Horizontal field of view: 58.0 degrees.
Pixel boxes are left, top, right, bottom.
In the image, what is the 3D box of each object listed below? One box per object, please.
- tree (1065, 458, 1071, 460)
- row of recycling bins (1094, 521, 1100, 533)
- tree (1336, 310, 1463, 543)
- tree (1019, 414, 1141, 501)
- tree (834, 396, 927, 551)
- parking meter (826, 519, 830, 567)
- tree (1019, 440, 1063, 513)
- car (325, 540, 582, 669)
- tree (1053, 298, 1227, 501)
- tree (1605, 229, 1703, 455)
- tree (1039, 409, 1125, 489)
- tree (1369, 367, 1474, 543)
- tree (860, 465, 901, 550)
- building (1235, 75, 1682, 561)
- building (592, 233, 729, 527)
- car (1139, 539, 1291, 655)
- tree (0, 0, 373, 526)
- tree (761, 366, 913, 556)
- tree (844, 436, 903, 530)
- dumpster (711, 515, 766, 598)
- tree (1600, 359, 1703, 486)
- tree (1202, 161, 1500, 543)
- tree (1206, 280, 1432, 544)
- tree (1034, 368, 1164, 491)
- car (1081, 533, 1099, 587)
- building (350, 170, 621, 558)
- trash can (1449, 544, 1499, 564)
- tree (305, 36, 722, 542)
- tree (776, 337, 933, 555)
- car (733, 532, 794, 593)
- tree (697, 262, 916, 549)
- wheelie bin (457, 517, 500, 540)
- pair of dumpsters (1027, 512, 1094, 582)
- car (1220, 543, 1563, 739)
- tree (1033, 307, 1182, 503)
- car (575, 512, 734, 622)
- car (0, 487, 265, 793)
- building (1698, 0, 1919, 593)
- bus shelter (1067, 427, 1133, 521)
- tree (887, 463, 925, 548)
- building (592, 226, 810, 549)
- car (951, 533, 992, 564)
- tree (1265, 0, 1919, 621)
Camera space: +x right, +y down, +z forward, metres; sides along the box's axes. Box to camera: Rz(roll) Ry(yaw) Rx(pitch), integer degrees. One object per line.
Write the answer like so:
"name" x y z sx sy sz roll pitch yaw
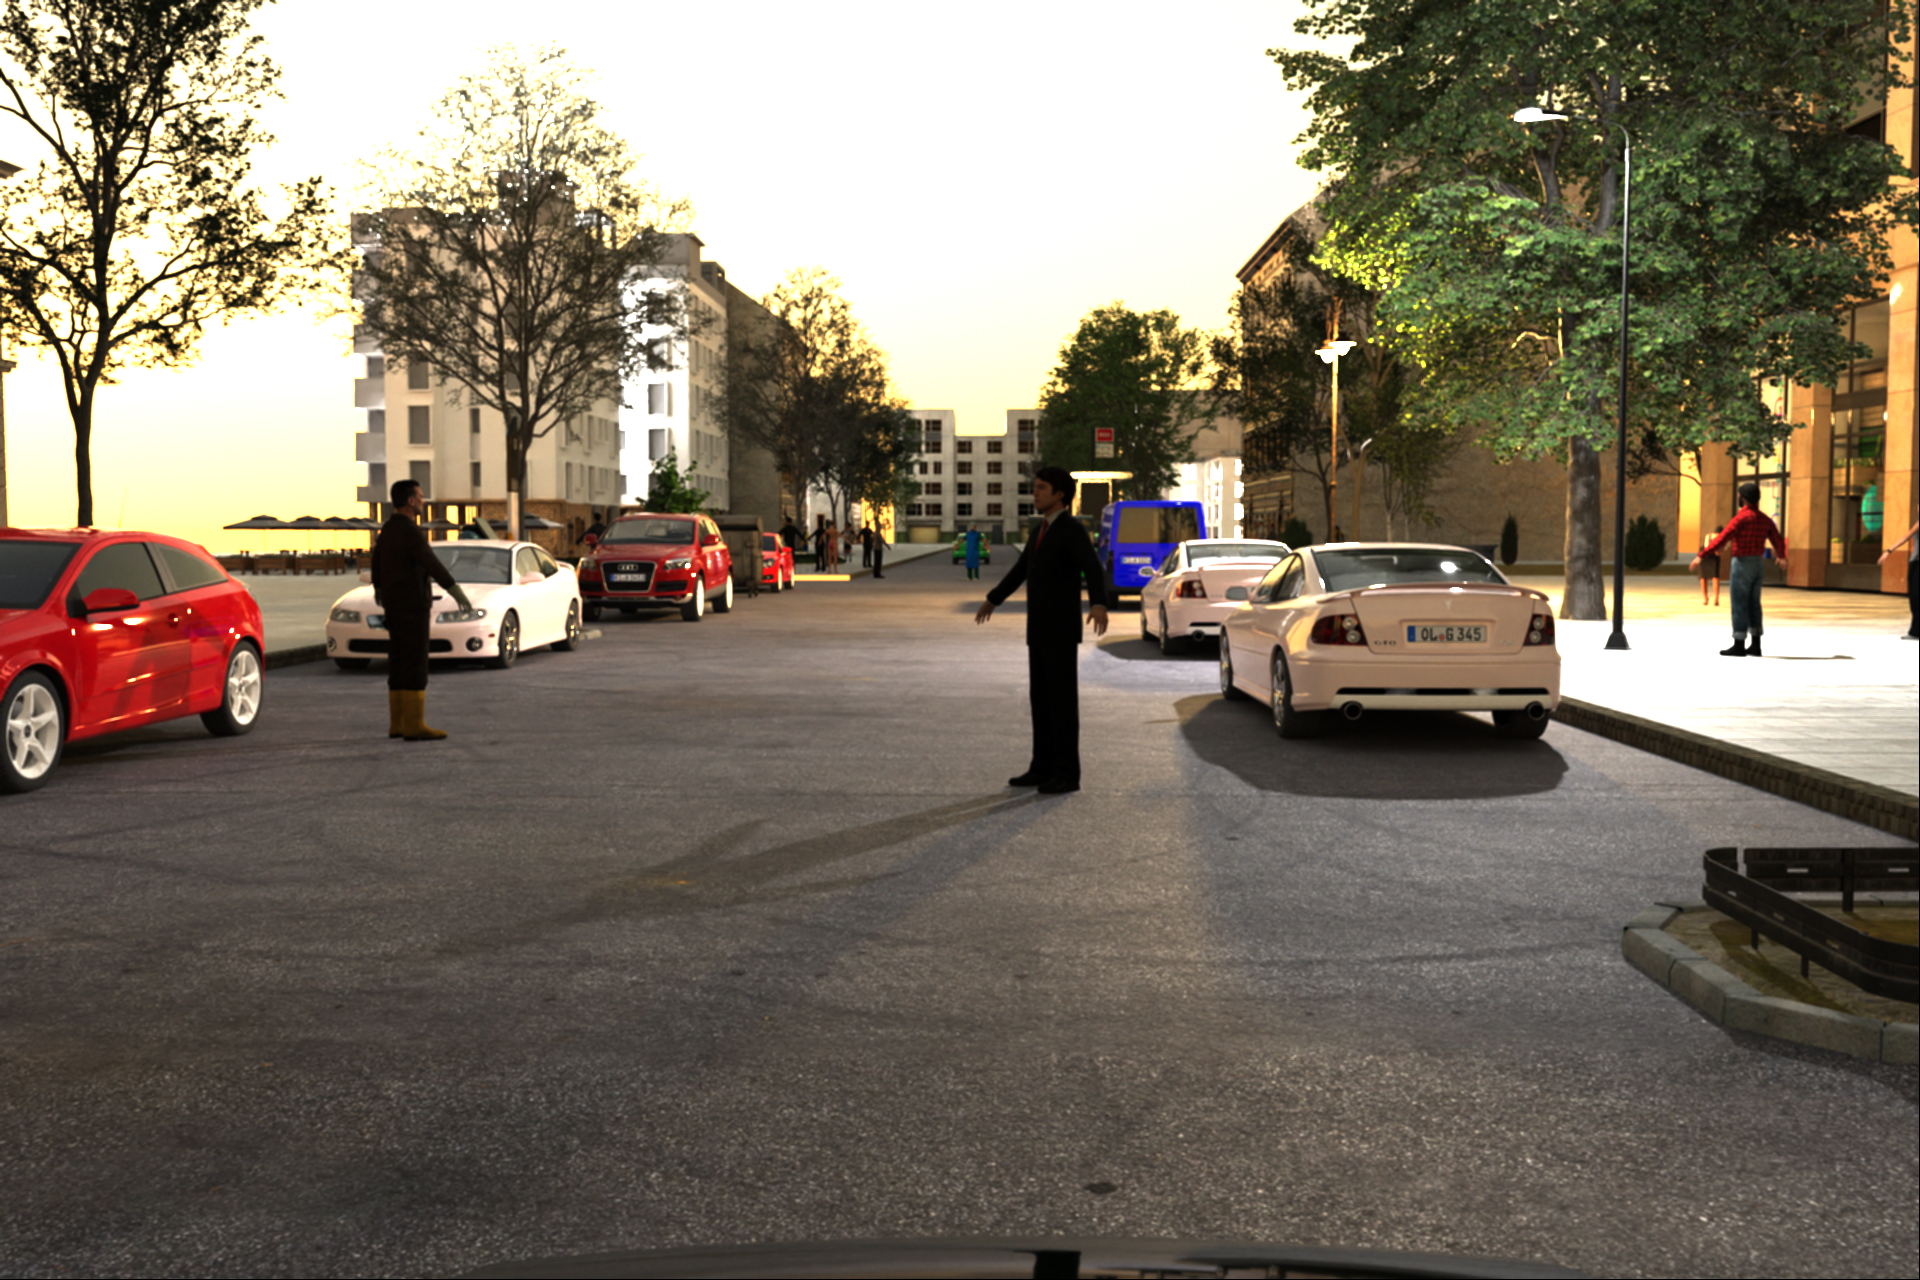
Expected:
"tree" 8.992 -10.902 128.613 4.737 8.622 4.395 0 3 0
"row of recycling bins" 4.395 -2.936 55.118 1.069 1.692 3.534 0 4 0
"tree" 13.909 -6.409 55.147 4.737 8.622 4.395 0 3 0
"tree" 9.844 -14.095 140.816 12.009 13.543 11.850 0 3 0
"tree" -6.307 -12.564 131.170 9.928 11.665 9.643 0 3 0
"parking meter" -5.285 -3.791 67.700 0.399 1.863 0.255 0 4 2
"tree" 9.862 -13.679 158.069 8.767 10.594 7.601 -3 4 -38
"car" -5.670 -0.462 19.912 2.083 1.381 4.827 0 4 1
"tree" 7.931 -9.175 75.762 9.928 11.665 9.643 0 3 0
"tree" 23.852 -7.850 54.101 9.928 11.665 9.643 0 3 0
"tree" 8.603 -11.312 119.358 7.601 10.594 8.767 -3 5 -39
"tree" 18.728 -7.494 72.888 4.360 8.622 3.978 0 3 0
"tree" -6.409 -11.808 143.427 4.737 8.622 4.395 0 3 0
"building" 25.509 -15.960 91.872 19.493 23.208 18.063 0 4 1
"building" -21.722 -15.524 110.244 16.016 20.090 11.380 0 4 1
"car" 3.340 -0.579 21.831 2.083 1.381 4.827 0 4 1
"tree" -11.541 -5.364 22.107 8.767 10.594 7.601 1 4 13
"tree" -6.725 -9.780 94.318 8.767 10.594 7.601 0 4 -3
"tree" -6.318 -10.433 120.948 4.737 8.622 4.395 0 3 0
"dumpster" -5.389 -1.892 39.152 1.865 1.857 1.264 0 4 1
"tree" 28.996 -8.129 67.315 8.767 10.594 7.601 -2 4 -26
"tree" 9.733 -6.648 43.102 8.767 10.594 7.601 2 4 29
"tree" 13.504 -7.880 63.255 8.767 10.594 7.601 -1 4 -18
"tree" 8.456 -10.921 104.317 9.928 11.665 9.643 0 3 0
"car" 3.794 -2.276 46.008 1.959 1.807 4.718 0 4 1
"building" -25.768 -14.377 91.488 16.016 20.090 11.380 0 4 2
"trash can" 6.932 -0.727 23.547 0.748 1.137 0.748 0 3 0
"tree" -10.920 -8.103 42.851 12.009 13.543 11.850 0 3 0
"tree" -6.935 -12.010 106.728 12.009 13.543 11.850 0 3 0
"car" -5.251 -2.115 43.619 2.155 1.783 4.494 0 4 1
"tree" -7.239 -10.259 78.097 12.009 13.543 11.850 0 3 0
"wheelie bin" -9.020 -1.503 32.484 0.693 1.594 0.980 0 4 2
"pair of dumpsters" 4.210 -2.845 51.460 4.436 2.255 1.574 0 3 0
"car" 3.180 -0.070 13.510 2.083 1.381 4.827 0 4 1
"tree" 7.313 -10.337 87.133 7.486 12.596 7.792 0 3 0
"car" -5.223 -1.309 30.075 2.281 1.827 5.304 0 4 1
"car" -6.007 -0.115 10.917 2.155 1.783 4.494 0 4 1
"building" 29.599 -15.887 25.981 22.709 31.103 35.509 0 4 1
"bus shelter" 4.751 -5.206 62.751 2.179 5.291 8.768 0 4 -1
"tree" -5.555 -12.477 154.365 4.737 8.622 4.395 0 3 0
"building" -22.037 -18.485 133.161 19.493 23.208 18.063 0 4 1
"car" 0.543 -4.561 83.364 1.959 1.807 4.718 0 4 1
"tree" 9.388 -7.266 25.448 9.857 13.997 8.962 0 3 0
